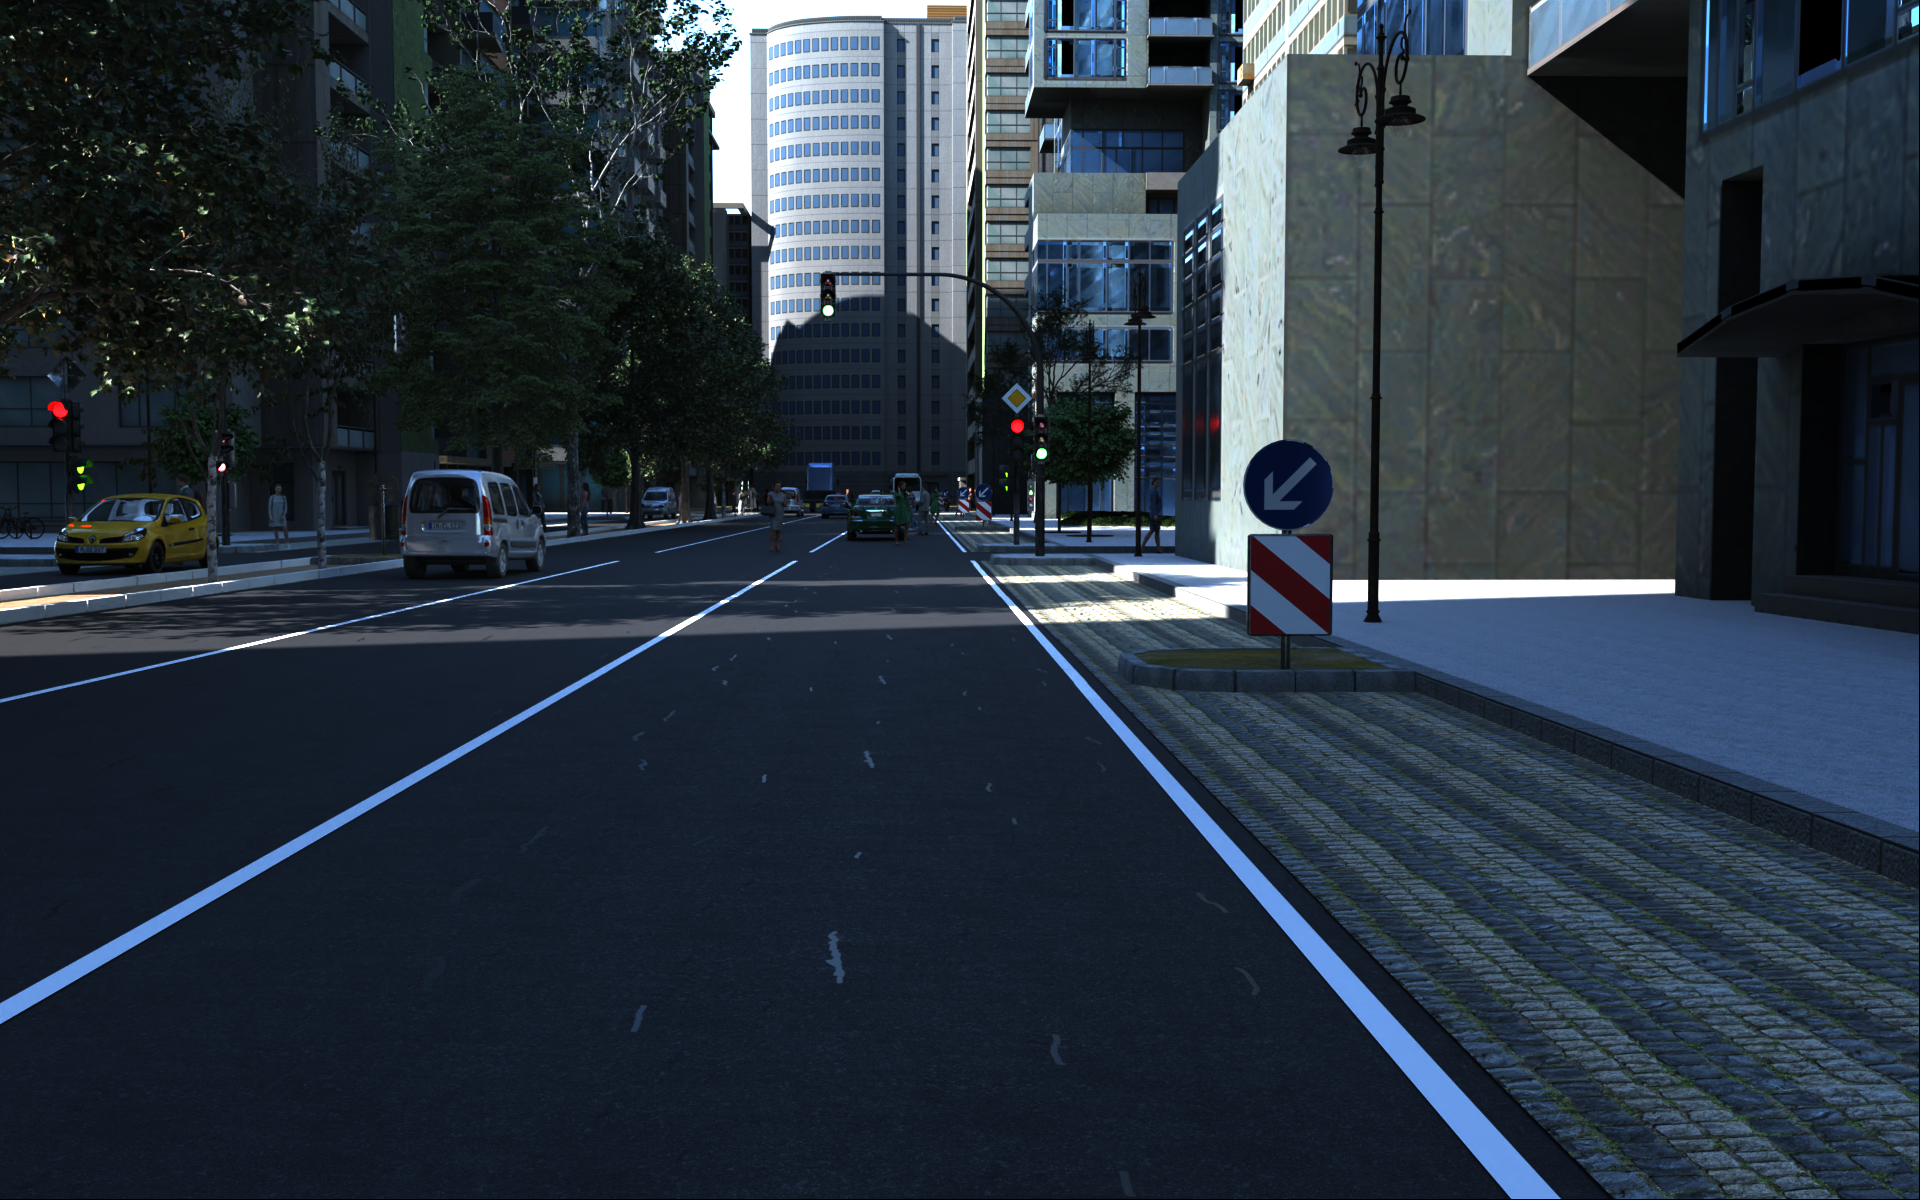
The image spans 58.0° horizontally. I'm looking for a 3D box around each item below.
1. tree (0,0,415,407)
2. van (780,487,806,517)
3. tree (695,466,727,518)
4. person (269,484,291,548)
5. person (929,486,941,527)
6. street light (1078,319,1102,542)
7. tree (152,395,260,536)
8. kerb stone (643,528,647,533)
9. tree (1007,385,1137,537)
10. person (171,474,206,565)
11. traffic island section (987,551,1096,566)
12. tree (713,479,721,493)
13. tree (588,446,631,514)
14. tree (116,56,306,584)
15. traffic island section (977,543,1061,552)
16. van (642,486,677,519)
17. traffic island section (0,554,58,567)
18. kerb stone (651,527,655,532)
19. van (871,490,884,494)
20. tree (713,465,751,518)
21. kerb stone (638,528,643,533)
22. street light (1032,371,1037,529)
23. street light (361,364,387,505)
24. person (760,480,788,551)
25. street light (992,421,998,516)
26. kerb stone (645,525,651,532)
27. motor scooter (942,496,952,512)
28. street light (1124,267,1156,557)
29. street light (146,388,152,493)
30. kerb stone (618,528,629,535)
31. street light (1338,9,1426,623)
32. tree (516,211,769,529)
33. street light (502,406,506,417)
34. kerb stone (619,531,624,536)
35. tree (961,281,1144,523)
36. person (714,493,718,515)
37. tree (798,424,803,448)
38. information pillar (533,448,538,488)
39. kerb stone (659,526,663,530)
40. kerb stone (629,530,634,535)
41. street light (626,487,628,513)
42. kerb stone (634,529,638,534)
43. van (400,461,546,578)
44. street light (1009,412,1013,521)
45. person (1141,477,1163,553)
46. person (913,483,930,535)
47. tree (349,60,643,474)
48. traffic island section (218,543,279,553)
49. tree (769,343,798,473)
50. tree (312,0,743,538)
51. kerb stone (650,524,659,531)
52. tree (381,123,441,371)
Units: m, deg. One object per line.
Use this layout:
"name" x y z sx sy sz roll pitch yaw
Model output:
"tree" -11.715 -6.135 19.780 9.611 12.733 9.660 0 3 0
"van" -10.783 -6.259 109.339 2.013 2.044 4.112 0 4 -1
"tree" -13.541 -8.924 98.722 4.360 8.622 3.978 0 3 0
"person" -18.092 -2.232 46.003 0.512 1.701 0.522 -2 4 -27
"person" -1.136 -4.137 76.388 0.529 1.795 0.600 -1 4 -16
"street light" 3.436 -4.475 45.956 0.468 5.910 1.993 0 4 -2
"tree" -23.181 -4.250 53.207 4.285 4.588 4.351 0 3 0
"kerb stone" -11.800 -2.559 64.035 0.120 0.150 1.000 0 4 -2
"tree" 3.919 -4.206 52.483 4.285 4.588 4.351 0 3 0
"person" -15.620 -1.624 35.024 0.822 1.834 0.622 -2 4 -24
"traffic island section" 1.668 -0.832 35.882 2.009 0.180 2.903 0 4 -2
"tree" -24.662 -10.826 171.608 1.663 3.219 1.824 0 3 0
"tree" -22.398 -7.798 111.204 4.285 4.588 4.351 0 3 0
"tree" -11.766 -4.549 27.203 4.360 8.622 3.978 0 3 0
"traffic island section" 1.453 -1.320 43.864 2.009 0.180 2.903 0 4 -2
"van" -17.338 -5.650 99.388 2.013 2.044 4.112 0 4 0
"traffic island section" -18.166 -0.800 35.354 2.009 0.180 2.903 0 4 -2
"kerb stone" -11.857 -2.681 66.087 0.120 0.150 1.000 0 4 -2
"van" -9.110 -11.224 190.519 2.013 2.044 4.112 0 4 -3
"tree" -14.108 -9.224 103.639 4.737 8.622 4.395 0 3 0
"kerb stone" -11.778 -2.492 63.005 0.120 0.150 1.000 0 4 -2
"street light" 2.839 -5.571 63.873 0.468 5.910 1.993 0 4 -2
"street light" -20.851 -5.442 61.771 0.468 5.910 1.993 0 4 -2
"person" -4.654 -2.117 43.470 0.716 1.782 0.532 -2 4 -25
"street light" 1.952 -7.816 100.585 0.468 5.910 1.993 0 4 -2
"kerb stone" -11.834 -2.622 65.064 0.120 0.150 1.000 0 4 -2
"motor scooter" -1.058 -7.785 140.059 0.815 1.314 1.986 0 4 0
"street light" 3.666 -3.833 35.457 0.468 5.910 1.993 0 4 -2
"street light" -20.420 -4.331 43.593 0.468 5.910 1.993 0 4 -2
"kerb stone" -11.692 -2.308 59.927 0.120 0.150 1.000 0 4 -2
"street light" 4.141 -2.716 17.194 0.468 5.910 1.993 0 4 -2
"tree" -13.116 -9.197 69.837 9.611 12.733 9.660 0 3 0
"street light" -21.361 -6.582 80.399 0.468 5.910 1.993 0 4 -2
"kerb stone" -11.662 -2.245 58.906 0.120 0.150 1.000 0 4 -2
"tree" 3.608 -8.664 76.072 8.767 10.594 7.601 -3 5 -42
"person" -16.649 -6.517 117.650 0.523 1.515 0.503 1 4 15
"tree" -13.250 -10.524 91.530 9.611 12.733 9.660 0 3 0
"information pillar" -20.926 -5.752 85.398 0.183 3.616 0.504 0 4 0
"kerb stone" -11.914 -2.808 68.137 0.120 0.150 1.000 0 4 -2
"kerb stone" -11.715 -2.370 60.949 0.120 0.150 1.000 0 4 -2
"street light" -22.392 -8.774 116.238 0.468 5.910 1.993 0 4 -2
"kerb stone" -11.739 -2.433 61.971 0.120 0.150 1.000 0 4 -2
"van" -8.592 -1.457 30.836 2.013 2.044 4.112 0 3 0
"street light" 2.466 -6.717 82.616 0.468 5.910 1.993 0 4 -2
"person" 4.529 -1.963 40.618 0.654 1.822 0.581 2 4 24
"person" -1.324 -3.163 60.414 0.583 1.804 0.606 1 4 22
"tree" -12.353 -7.665 45.914 7.486 12.596 7.792 0 3 0
"traffic island section" -18.381 -1.288 43.337 2.009 0.180 2.903 0 4 -2
"tree" -12.902 -9.882 81.037 9.611 12.733 9.660 0 3 0
"tree" -13.775 -12.116 56.435 12.611 20.169 13.585 0 3 0
"kerb stone" -11.889 -2.747 67.115 0.120 0.150 1.000 0 4 -2
"tree" -11.688 -4.822 31.658 4.360 8.622 3.978 0 3 0
